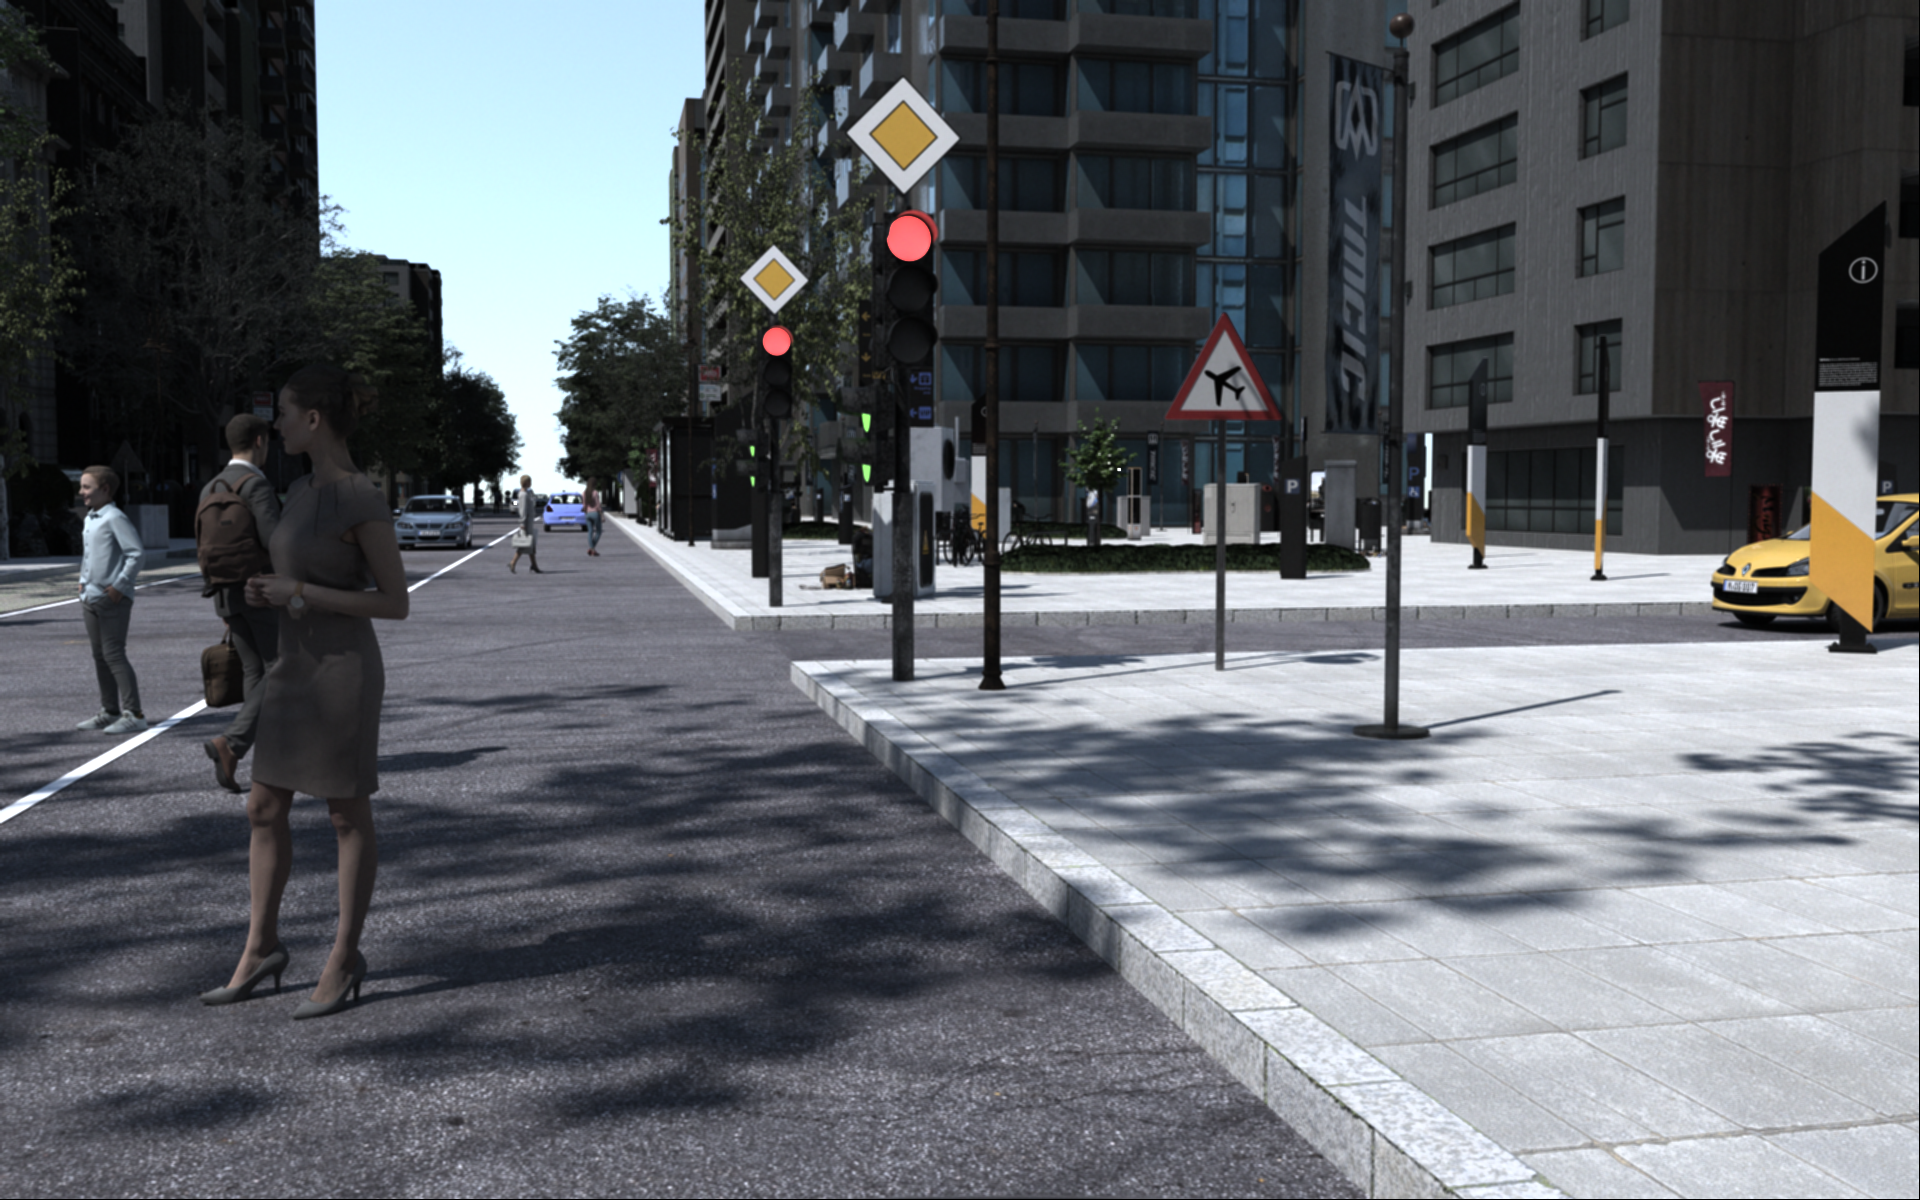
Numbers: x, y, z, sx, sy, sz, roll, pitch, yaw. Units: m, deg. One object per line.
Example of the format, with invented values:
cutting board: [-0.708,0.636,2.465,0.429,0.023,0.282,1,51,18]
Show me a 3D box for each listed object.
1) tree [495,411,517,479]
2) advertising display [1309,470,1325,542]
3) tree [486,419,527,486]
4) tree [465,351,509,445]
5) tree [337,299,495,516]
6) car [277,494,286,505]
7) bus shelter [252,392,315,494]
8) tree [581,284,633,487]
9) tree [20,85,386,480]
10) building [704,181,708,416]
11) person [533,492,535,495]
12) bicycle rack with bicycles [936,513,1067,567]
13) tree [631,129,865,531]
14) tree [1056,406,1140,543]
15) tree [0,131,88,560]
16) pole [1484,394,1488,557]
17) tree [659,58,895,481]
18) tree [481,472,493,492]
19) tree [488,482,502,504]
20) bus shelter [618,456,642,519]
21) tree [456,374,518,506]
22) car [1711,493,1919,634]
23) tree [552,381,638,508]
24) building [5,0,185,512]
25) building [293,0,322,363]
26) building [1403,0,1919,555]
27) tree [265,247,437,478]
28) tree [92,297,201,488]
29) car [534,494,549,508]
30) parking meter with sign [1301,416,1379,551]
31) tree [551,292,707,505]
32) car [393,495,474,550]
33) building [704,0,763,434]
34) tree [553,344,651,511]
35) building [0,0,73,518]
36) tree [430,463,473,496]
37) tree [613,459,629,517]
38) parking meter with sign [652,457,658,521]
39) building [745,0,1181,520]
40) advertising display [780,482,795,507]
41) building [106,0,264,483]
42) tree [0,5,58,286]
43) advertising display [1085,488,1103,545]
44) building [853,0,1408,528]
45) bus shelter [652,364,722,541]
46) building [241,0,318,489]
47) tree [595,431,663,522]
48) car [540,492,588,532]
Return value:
tree: [-44.705,-14.576,155.322,9.611,12.733,9.660,0,3,0]
advertising display: [9.797,-2.505,46.176,0.974,1.923,0.123,2,4,32]
tree: [-63.851,-19.181,239.364,9.928,11.665,9.643,0,3,0]
tree: [-38.961,-13.404,129.524,12.009,13.543,11.850,0,3,0]
tree: [-33.566,-11.311,101.944,9.611,12.733,9.660,0,3,0]
car: [-10.533,-0.947,27.279,2.131,1.459,4.920,-1,4,-12]
bus shelter: [-27.179,-5.694,70.721,2.179,5.291,8.768,-1,4,-12]
tree: [-10.576,-6.654,59.159,4.360,8.622,3.978,0,3,0]
tree: [-22.669,-8.686,52.392,12.009,13.543,11.850,0,3,0]
building: [-16.002,-23.504,155.989,14.160,30.474,14.107,-1,4,-12]
person: [-54.246,-12.900,220.136,1.217,1.743,0.721,-1,4,-15]
bicycle rack with bicycles: [0.587,-1.101,31.391,2.852,0.926,2.925,2,4,27]
tree: [-3.981,-5.224,35.774,4.360,8.622,3.978,0,3,0]
tree: [3.045,-2.668,38.224,1.663,3.219,1.824,0,3,0]
tree: [-18.652,-5.065,33.167,4.737,8.622,4.395,0,3,0]
pole: [10.603,-2.530,35.202,0.158,3.312,0.155,0,3,0]
tree: [-3.048,-4.882,30.176,4.737,8.622,4.395,0,3,0]
tree: [-58.900,-16.286,216.632,4.737,8.622,4.395,0,3,0]
tree: [-61.345,-14.312,228.603,1.663,3.219,1.824,0,3,0]
bus shelter: [-16.179,-5.719,87.433,2.014,3.302,5.546,-1,4,-12]
tree: [-51.480,-16.955,183.873,9.857,13.997,8.962,0,3,0]
car: [10.129,-0.517,18.685,3.980,1.641,2.015,-1,4,-14]
tree: [-31.347,-14.987,155.407,12.009,13.543,11.850,0,3,0]
building: [-40.527,-14.775,71.252,12.332,23.373,15.834,-1,4,-12]
building: [-60.246,-42.771,137.551,20.563,71.187,20.611,-1,4,-12]
building: [19.789,-16.394,39.737,14.107,30.474,14.160,-1,4,-12]
tree: [-28.356,-9.921,80.330,7.486,12.596,7.792,0,3,0]
tree: [-30.300,-6.975,64.404,4.360,8.622,3.978,0,3,0]
car: [-40.020,-9.507,165.225,2.009,1.686,4.222,-1,4,-14]
parking meter with sign: [8.580,-2.614,38.997,1.738,3.016,0.543,0,4,7]
tree: [-20.650,-12.302,107.796,9.857,13.997,8.962,0,3,0]
car: [-13.848,-2.060,45.688,2.014,1.417,4.499,-1,4,-13]
building: [-8.825,-31.497,138.684,21.300,48.544,21.600,-1,4,-12]
tree: [-25.909,-13.080,130.857,9.611,12.733,9.660,0,3,0]
building: [-36.971,-12.838,51.696,13.314,21.916,24.055,-1,4,-12]
tree: [-42.737,-9.895,145.494,4.285,4.588,4.351,0,3,0]
tree: [-18.287,-6.157,95.266,1.663,3.219,1.824,0,3,0]
parking meter with sign: [-14.165,-5.343,83.617,1.738,3.016,0.543,-3,5,-39]
building: [-2.122,-30.210,113.539,23.786,49.044,30.456,-1,4,-12]
advertising display: [-9.242,-5.347,92.634,0.974,1.923,0.123,-3,5,-40]
building: [-46.846,-19.742,94.486,14.160,30.474,14.107,-1,4,-12]
tree: [-16.413,-5.994,23.763,9.928,11.665,9.643,0,3,0]
advertising display: [3.231,-2.235,41.761,0.123,1.923,0.974,-1,4,-14]
building: [5.687,-28.026,77.841,23.786,49.044,30.456,-1,4,-12]
bus shelter: [-7.894,-4.492,51.074,2.179,5.291,8.768,-1,4,-12]
building: [-55.162,-28.108,114.190,22.147,44.769,28.867,-1,4,-12]
tree: [-13.879,-5.903,80.227,4.285,4.588,4.351,0,3,0]
car: [-15.193,-3.499,66.803,1.945,1.707,3.694,-1,4,-14]
